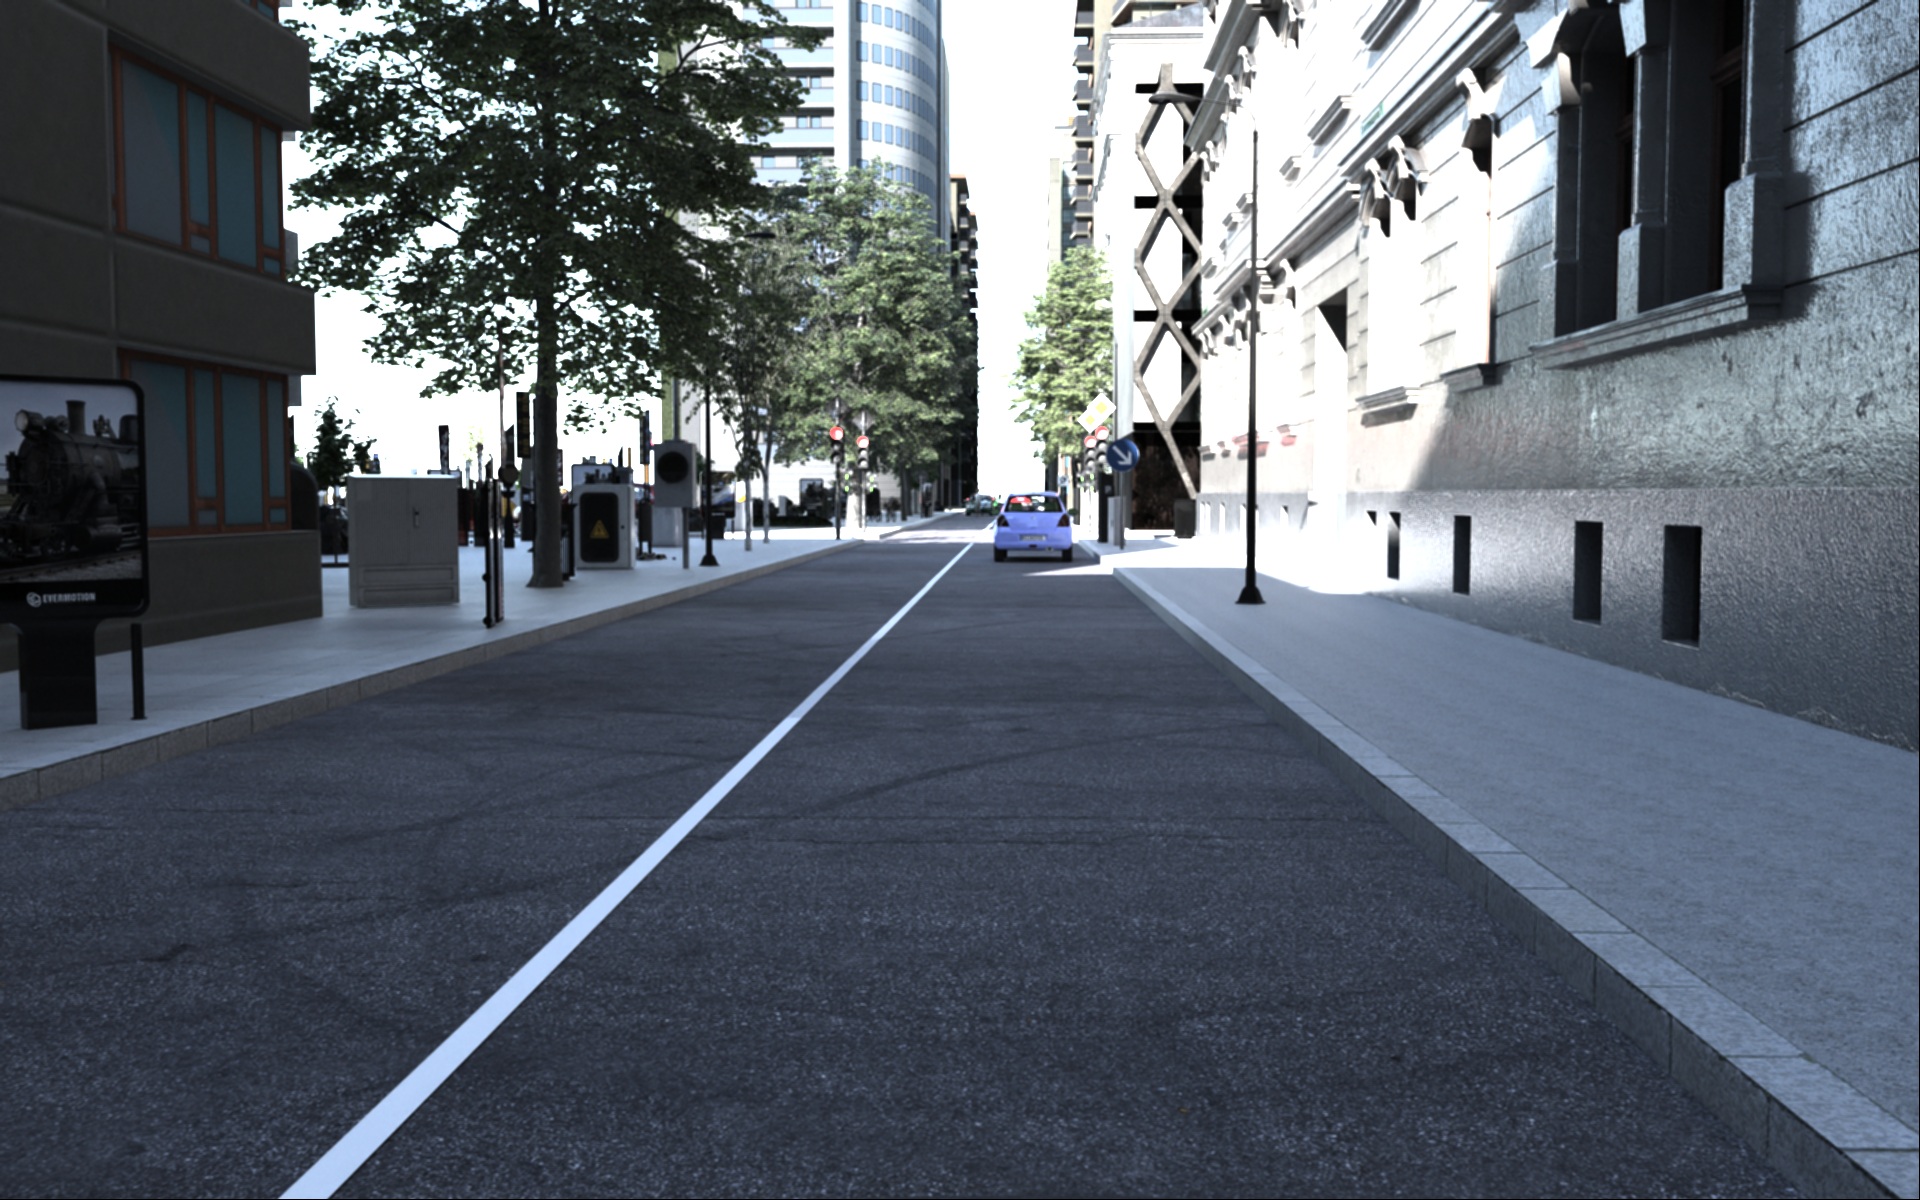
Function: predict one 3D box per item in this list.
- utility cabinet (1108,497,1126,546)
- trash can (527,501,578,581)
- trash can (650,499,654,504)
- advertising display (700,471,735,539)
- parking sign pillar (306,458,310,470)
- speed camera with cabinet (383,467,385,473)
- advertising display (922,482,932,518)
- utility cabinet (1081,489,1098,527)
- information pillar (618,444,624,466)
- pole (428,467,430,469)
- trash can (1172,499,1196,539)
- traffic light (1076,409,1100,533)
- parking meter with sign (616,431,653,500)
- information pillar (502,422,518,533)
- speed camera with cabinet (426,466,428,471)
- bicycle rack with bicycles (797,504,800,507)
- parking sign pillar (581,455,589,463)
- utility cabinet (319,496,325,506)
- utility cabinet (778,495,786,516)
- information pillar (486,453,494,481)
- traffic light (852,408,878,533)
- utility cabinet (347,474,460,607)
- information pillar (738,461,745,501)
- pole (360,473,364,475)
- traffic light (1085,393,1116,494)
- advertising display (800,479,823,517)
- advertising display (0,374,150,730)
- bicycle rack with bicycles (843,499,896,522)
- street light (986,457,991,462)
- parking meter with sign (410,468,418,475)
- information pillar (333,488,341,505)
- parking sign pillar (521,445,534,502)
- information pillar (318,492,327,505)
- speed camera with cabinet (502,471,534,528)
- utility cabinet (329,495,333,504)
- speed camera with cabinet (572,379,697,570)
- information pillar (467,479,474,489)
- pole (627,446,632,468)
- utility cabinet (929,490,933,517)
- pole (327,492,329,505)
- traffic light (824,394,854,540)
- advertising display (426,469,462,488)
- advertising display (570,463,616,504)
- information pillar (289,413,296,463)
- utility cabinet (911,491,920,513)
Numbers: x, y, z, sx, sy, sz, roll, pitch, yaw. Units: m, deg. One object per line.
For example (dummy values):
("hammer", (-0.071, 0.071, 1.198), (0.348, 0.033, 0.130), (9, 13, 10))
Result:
("utility cabinet", (3.916, -1.972, 43.411), (0.306, 1.237, 1.020), (0, 4, -4))
("trash can", (-6.031, -0.858, 25.687), (0.748, 1.137, 0.748), (0, 3, 0))
("trash can", (-8.629, -2.322, 49.615), (0.748, 1.137, 0.748), (0, 3, 0))
("advertising display", (-6.874, -2.688, 49.168), (0.974, 1.923, 0.123), (-1, 4, -15))
("parking sign pillar", (-43.800, -7.865, 117.062), (1.447, 3.967, 1.447), (0, 4, -8))
("speed camera with cabinet", (-40.798, -7.777, 121.496), (0.660, 3.252, 2.038), (2, 4, 30))
("advertising display", (-1.822, -5.431, 94.012), (0.123, 1.923, 0.974), (2, 4, 29))
("utility cabinet", (5.236, -3.556, 66.827), (1.173, 1.500, 0.318), (3, 4, 37))
("information pillar", (-15.829, -5.480, 80.952), (0.183, 3.616, 0.504), (1, 4, 11))
("pole", (-39.424, -8.246, 128.662), (0.158, 3.312, 0.155), (0, 3, 0))
("trash can", (6.384, -2.294, 49.165), (0.748, 1.137, 0.748), (0, 3, 0))
("traffic light", (4.223, -4.134, 56.508), (0.839, 4.253, 0.868), (0, 4, 2))
("parking meter with sign", (-9.408, -3.163, 47.971), (1.738, 3.016, 0.543), (1, 4, 11))
("information pillar", (-14.692, -3.981, 56.438), (0.504, 3.616, 0.183), (-3, 5, -44))
("speed camera with cabinet", (-37.460, -7.757, 121.158), (0.660, 3.252, 2.038), (1, 4, 13))
("bicycle rack with bicycles", (-9.255, -6.150, 113.936), (2.852, 0.926, 2.925), (3, 5, 42))
("parking sign pillar", (-25.258, -7.973, 118.824), (1.447, 3.967, 1.447), (-2, 4, -29))
("utility cabinet", (-27.934, -3.929, 75.408), (0.306, 1.237, 1.020), (-3, 4, -36))
("utility cabinet", (-8.706, -4.512, 84.927), (0.306, 1.237, 1.020), (0, 4, -1))
("information pillar", (-26.433, -6.516, 97.894), (0.183, 3.616, 0.504), (0, 4, 1))
("traffic light", (-3.134, -4.149, 56.757), (0.839, 4.253, 0.868), (0, 4, 2))
("utility cabinet", (-6.351, -0.680, 19.794), (1.173, 1.500, 0.318), (-3, 4, -38))
("information pillar", (-15.555, -8.059, 123.114), (0.504, 3.616, 0.183), (-1, 4, -17))
("pole", (-29.562, -5.616, 85.660), (0.158, 3.312, 0.155), (0, 3, 0))
("traffic light", (3.935, -3.646, 48.528), (0.839, 4.253, 0.868), (0, 4, 2))
("advertising display", (-6.165, -4.080, 71.922), (0.974, 1.923, 0.123), (0, 4, 1))
("advertising display", (-4.975, -0.263, 9.510), (0.123, 1.923, 0.974), (3, 5, 43))
("bicycle rack with bicycles", (-4.241, -4.024, 79.180), (2.852, 0.926, 2.925), (-1, 4, -11))
("street light", (2.758, -14.927, 216.598), (1.470, 5.913, 1.316), (0, 4, 2))
("parking meter with sign", (-36.362, -7.366, 116.696), (0.543, 3.016, 1.738), (1, 4, 11))
("information pillar", (-36.602, -6.750, 101.710), (0.183, 3.616, 0.504), (3, 4, 39))
("parking sign pillar", (-22.727, -6.320, 91.796), (1.447, 3.967, 1.447), (3, 5, 44))
("information pillar", (-34.290, -6.218, 93.025), (0.504, 3.616, 0.183), (-1, 4, -9))
("speed camera with cabinet", (-16.413, -4.318, 64.938), (2.038, 3.252, 0.660), (0, 4, -7))
("utility cabinet", (-47.306, -7.300, 130.521), (1.020, 1.237, 0.306), (2, 4, 25))
("speed camera with cabinet", (-5.553, -2.154, 29.560), (2.038, 3.252, 0.660), (0, 4, -1))
("information pillar", (-23.452, -4.805, 83.057), (0.304, 2.012, 0.304), (-1, 4, -22))
("pole", (-14.146, -4.916, 74.213), (0.158, 3.312, 0.155), (0, 3, 0))
("utility cabinet", (-1.740, -5.347, 96.106), (0.318, 1.500, 1.173), (1, 4, 10))
("pole", (-39.182, -6.930, 107.148), (0.158, 3.312, 0.155), (0, 3, 0))
("traffic light", (-3.422, -3.661, 48.777), (0.839, 4.253, 0.868), (0, 4, 2))
("advertising display", (-13.218, -2.399, 44.444), (0.123, 1.923, 0.974), (3, 5, 41))
("advertising display", (-7.611, -1.881, 35.971), (0.974, 1.923, 0.123), (1, 4, 14))
("information pillar", (-19.507, -3.605, 50.292), (0.504, 3.616, 0.183), (0, 4, 5))
("utility cabinet", (-3.206, -6.416, 113.579), (1.173, 1.500, 0.318), (1, 4, 15))
